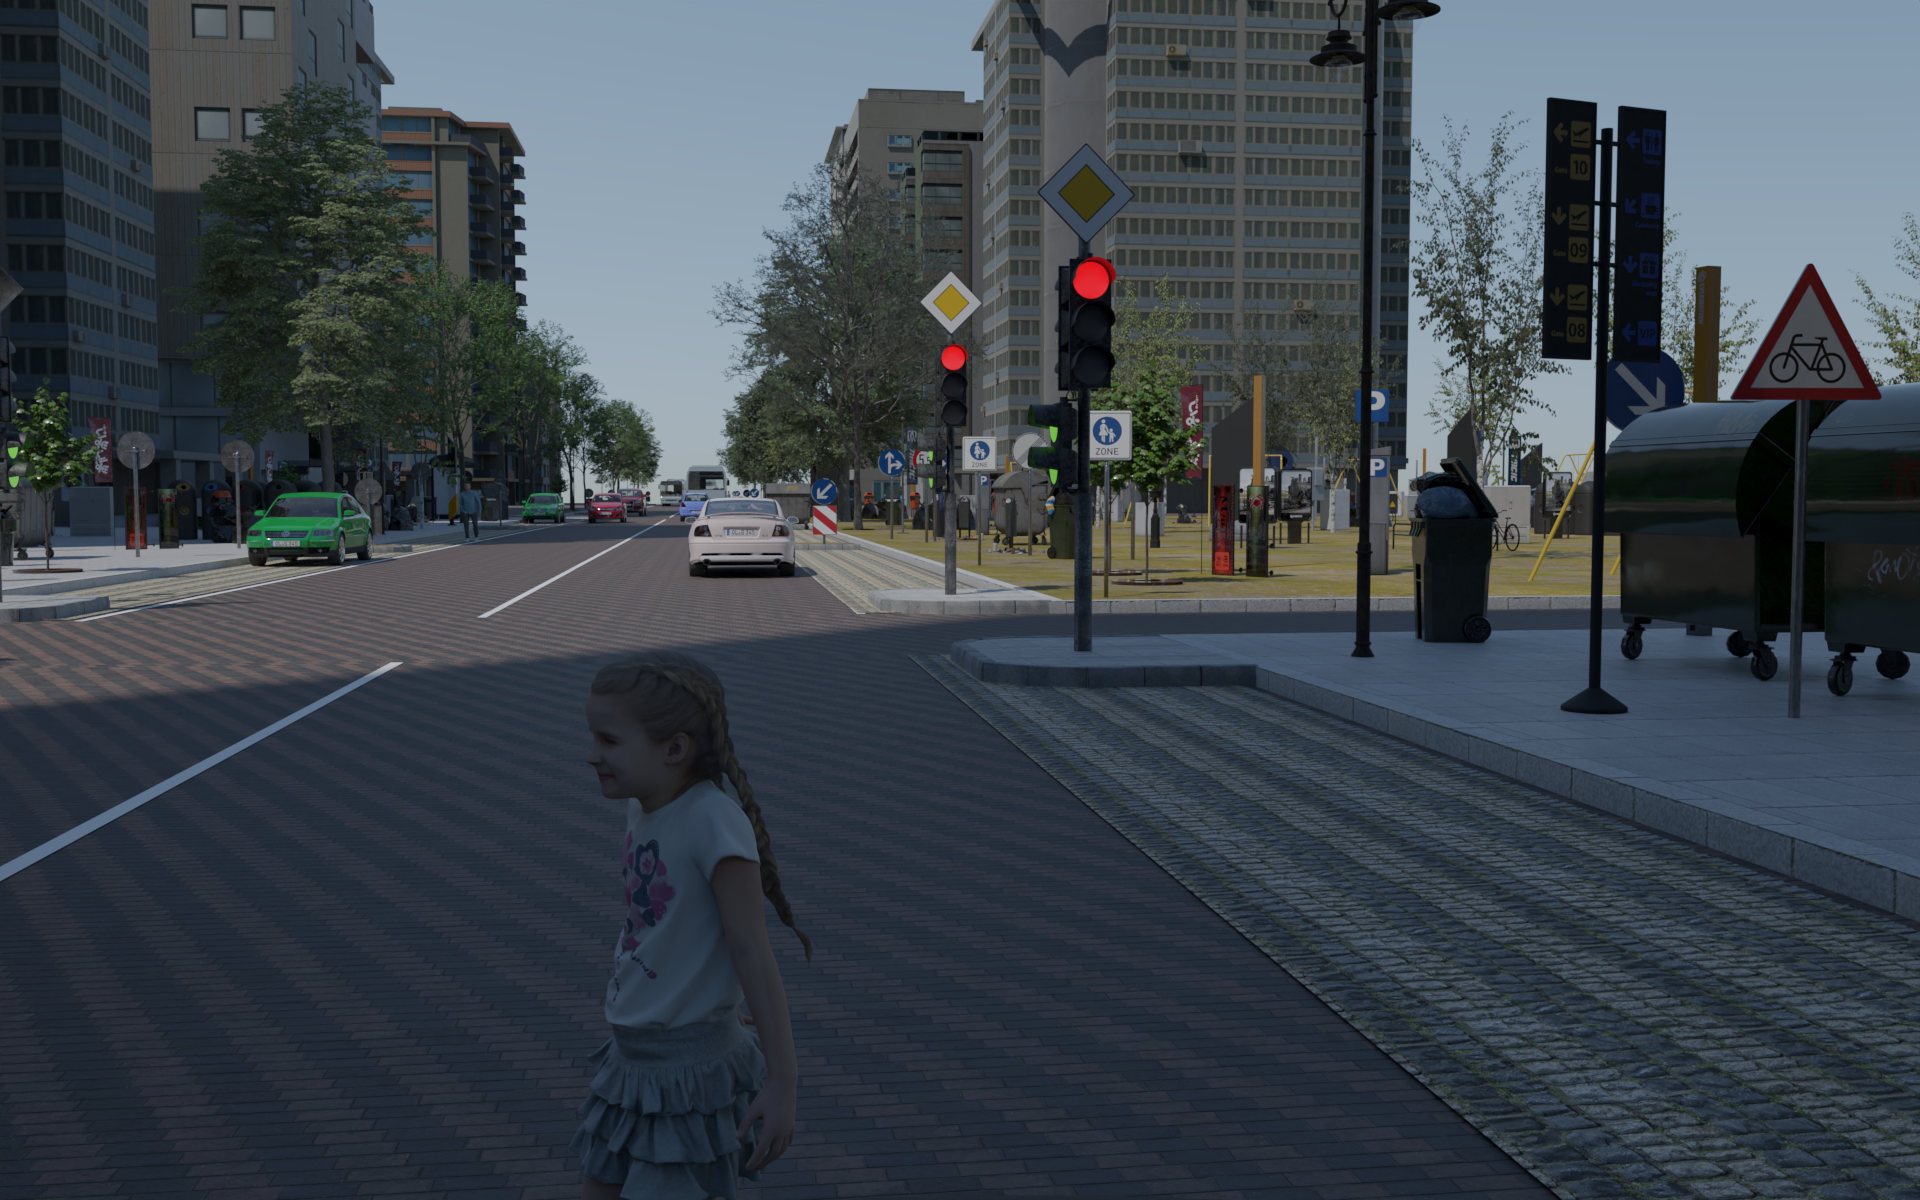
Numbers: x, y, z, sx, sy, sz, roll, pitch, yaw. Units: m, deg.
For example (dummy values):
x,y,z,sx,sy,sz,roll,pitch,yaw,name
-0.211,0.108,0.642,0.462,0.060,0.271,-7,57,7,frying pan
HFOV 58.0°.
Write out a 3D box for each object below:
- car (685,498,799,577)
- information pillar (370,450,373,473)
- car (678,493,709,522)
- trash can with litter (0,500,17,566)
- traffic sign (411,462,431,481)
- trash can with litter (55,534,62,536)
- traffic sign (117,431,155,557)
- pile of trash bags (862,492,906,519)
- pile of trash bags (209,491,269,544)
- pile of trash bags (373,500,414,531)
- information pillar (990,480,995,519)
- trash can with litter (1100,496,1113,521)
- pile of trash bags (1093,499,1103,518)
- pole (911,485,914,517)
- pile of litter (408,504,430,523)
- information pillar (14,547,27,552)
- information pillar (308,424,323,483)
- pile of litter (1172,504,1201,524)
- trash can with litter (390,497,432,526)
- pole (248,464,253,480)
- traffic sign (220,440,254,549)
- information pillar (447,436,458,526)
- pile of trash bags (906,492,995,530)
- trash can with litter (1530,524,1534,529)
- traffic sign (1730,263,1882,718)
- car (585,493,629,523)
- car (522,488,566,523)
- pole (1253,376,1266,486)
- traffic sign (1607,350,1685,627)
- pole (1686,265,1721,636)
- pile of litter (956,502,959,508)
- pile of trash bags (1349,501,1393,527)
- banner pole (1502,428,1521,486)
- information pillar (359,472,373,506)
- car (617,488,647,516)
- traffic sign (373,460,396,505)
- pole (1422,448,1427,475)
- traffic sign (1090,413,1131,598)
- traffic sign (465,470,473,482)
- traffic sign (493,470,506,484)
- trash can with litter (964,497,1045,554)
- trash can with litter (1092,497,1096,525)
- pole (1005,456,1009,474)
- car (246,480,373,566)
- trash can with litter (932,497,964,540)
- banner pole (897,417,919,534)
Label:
x,y,z,sx,sy,sz,roll,pitch,yaw,name
-3.970,-1.174,31.556,2.083,1.381,4.827,0,4,-7,car
-31.051,-6.121,91.437,0.183,3.616,0.504,-1,4,-21,information pillar
-13.972,-5.027,91.777,1.945,1.707,3.694,0,4,-8,car
-17.348,-1.190,30.841,1.055,1.170,0.624,1,4,20,trash can with litter
-21.411,-4.202,68.800,0.768,2.556,0.104,0,4,-7,traffic sign
-28.516,-2.566,53.012,2.233,1.210,1.678,2,4,25,trash can with litter
-16.693,-2.140,35.090,0.768,2.556,0.104,0,4,-1,traffic sign
-3.377,-4.866,89.313,3.447,1.369,1.912,-3,5,-44,pile of trash bags
-19.012,-2.218,46.023,3.447,1.369,1.912,3,5,43,pile of trash bags
-20.793,-3.070,59.944,1.912,1.369,3.447,3,4,37,pile of trash bags
1.545,-5.088,87.678,0.304,2.012,0.304,-3,5,-43,information pillar
6.933,-4.407,83.441,1.055,1.170,0.624,-1,4,-18,trash can with litter
6.116,-5.015,91.743,1.912,1.369,3.447,2,4,34,pile of trash bags
-2.664,-6.313,97.066,0.158,3.312,0.155,0,3,0,pole
-24.330,-3.893,77.609,1.719,0.858,1.176,-3,5,-44,pile of litter
-21.079,-2.090,38.657,0.304,2.012,0.304,0,4,-1,information pillar
-20.017,-3.831,53.993,0.504,3.616,0.183,-1,4,-22,information pillar
9.898,-3.769,75.589,1.176,0.858,1.719,-1,4,-11,pile of litter
-22.451,-3.628,70.380,2.233,1.210,1.678,-3,5,-40,trash can with litter
-32.329,-5.206,78.958,0.158,3.312,0.155,0,3,0,pole
-16.964,-2.482,40.679,0.768,2.556,0.104,0,4,-8,traffic sign
-20.592,-4.827,70.274,0.504,3.616,0.183,2,4,34,information pillar
0.059,-3.210,62.230,3.447,1.369,1.912,-1,4,-18,pile of trash bags
19.970,-3.195,63.298,2.233,1.210,1.678,2,4,32,trash can with litter
4.787,-0.603,9.865,0.884,2.594,0.081,0,4,-5,traffic sign
-17.718,-4.773,87.080,2.155,1.783,4.494,-1,4,-9,car
-20.486,-4.678,85.288,1.959,1.807,4.718,0,4,-8,car
5.172,-2.209,29.962,0.158,3.312,0.155,0,3,0,pole
5.845,-0.909,14.962,0.768,2.556,0.104,0,4,-2,traffic sign
6.706,-1.331,15.612,0.158,3.312,0.155,0,3,0,pole
-0.470,-4.842,93.127,1.176,0.858,1.719,0,4,-5,pile of litter
15.539,-3.596,68.542,1.912,1.369,3.447,-2,4,-29,pile of trash bags
20.734,-4.606,65.326,0.863,3.779,0.401,1,4,14,banner pole
-19.504,-3.207,56.922,0.304,2.012,0.304,3,4,37,information pillar
-21.553,-6.378,112.956,2.281,1.827,5.304,0,4,-7,car
-22.092,-4.066,66.483,0.884,2.594,0.081,0,4,-6,traffic sign
20.676,-5.096,77.159,0.158,3.312,0.155,0,3,0,pole
1.811,-1.179,21.400,0.606,2.300,0.079,0,4,1,traffic sign
-26.501,-5.672,92.843,0.768,2.556,0.104,0,4,-1,traffic sign
-24.980,-5.754,94.089,0.884,2.594,0.081,0,4,-6,traffic sign
1.040,-1.636,37.805,1.678,1.210,2.233,0,4,-3,trash can with litter
5.003,-3.616,70.501,1.055,1.170,0.624,1,4,19,trash can with litter
2.499,-6.015,92.183,0.158,3.312,0.155,0,3,0,pole
-13.388,-1.652,35.808,1.959,1.807,4.718,0,4,-8,car
0.015,-2.321,49.013,1.678,1.210,2.233,-2,4,-32,trash can with litter
-1.681,-4.059,56.383,0.863,3.779,0.401,-3,5,-39,banner pole
